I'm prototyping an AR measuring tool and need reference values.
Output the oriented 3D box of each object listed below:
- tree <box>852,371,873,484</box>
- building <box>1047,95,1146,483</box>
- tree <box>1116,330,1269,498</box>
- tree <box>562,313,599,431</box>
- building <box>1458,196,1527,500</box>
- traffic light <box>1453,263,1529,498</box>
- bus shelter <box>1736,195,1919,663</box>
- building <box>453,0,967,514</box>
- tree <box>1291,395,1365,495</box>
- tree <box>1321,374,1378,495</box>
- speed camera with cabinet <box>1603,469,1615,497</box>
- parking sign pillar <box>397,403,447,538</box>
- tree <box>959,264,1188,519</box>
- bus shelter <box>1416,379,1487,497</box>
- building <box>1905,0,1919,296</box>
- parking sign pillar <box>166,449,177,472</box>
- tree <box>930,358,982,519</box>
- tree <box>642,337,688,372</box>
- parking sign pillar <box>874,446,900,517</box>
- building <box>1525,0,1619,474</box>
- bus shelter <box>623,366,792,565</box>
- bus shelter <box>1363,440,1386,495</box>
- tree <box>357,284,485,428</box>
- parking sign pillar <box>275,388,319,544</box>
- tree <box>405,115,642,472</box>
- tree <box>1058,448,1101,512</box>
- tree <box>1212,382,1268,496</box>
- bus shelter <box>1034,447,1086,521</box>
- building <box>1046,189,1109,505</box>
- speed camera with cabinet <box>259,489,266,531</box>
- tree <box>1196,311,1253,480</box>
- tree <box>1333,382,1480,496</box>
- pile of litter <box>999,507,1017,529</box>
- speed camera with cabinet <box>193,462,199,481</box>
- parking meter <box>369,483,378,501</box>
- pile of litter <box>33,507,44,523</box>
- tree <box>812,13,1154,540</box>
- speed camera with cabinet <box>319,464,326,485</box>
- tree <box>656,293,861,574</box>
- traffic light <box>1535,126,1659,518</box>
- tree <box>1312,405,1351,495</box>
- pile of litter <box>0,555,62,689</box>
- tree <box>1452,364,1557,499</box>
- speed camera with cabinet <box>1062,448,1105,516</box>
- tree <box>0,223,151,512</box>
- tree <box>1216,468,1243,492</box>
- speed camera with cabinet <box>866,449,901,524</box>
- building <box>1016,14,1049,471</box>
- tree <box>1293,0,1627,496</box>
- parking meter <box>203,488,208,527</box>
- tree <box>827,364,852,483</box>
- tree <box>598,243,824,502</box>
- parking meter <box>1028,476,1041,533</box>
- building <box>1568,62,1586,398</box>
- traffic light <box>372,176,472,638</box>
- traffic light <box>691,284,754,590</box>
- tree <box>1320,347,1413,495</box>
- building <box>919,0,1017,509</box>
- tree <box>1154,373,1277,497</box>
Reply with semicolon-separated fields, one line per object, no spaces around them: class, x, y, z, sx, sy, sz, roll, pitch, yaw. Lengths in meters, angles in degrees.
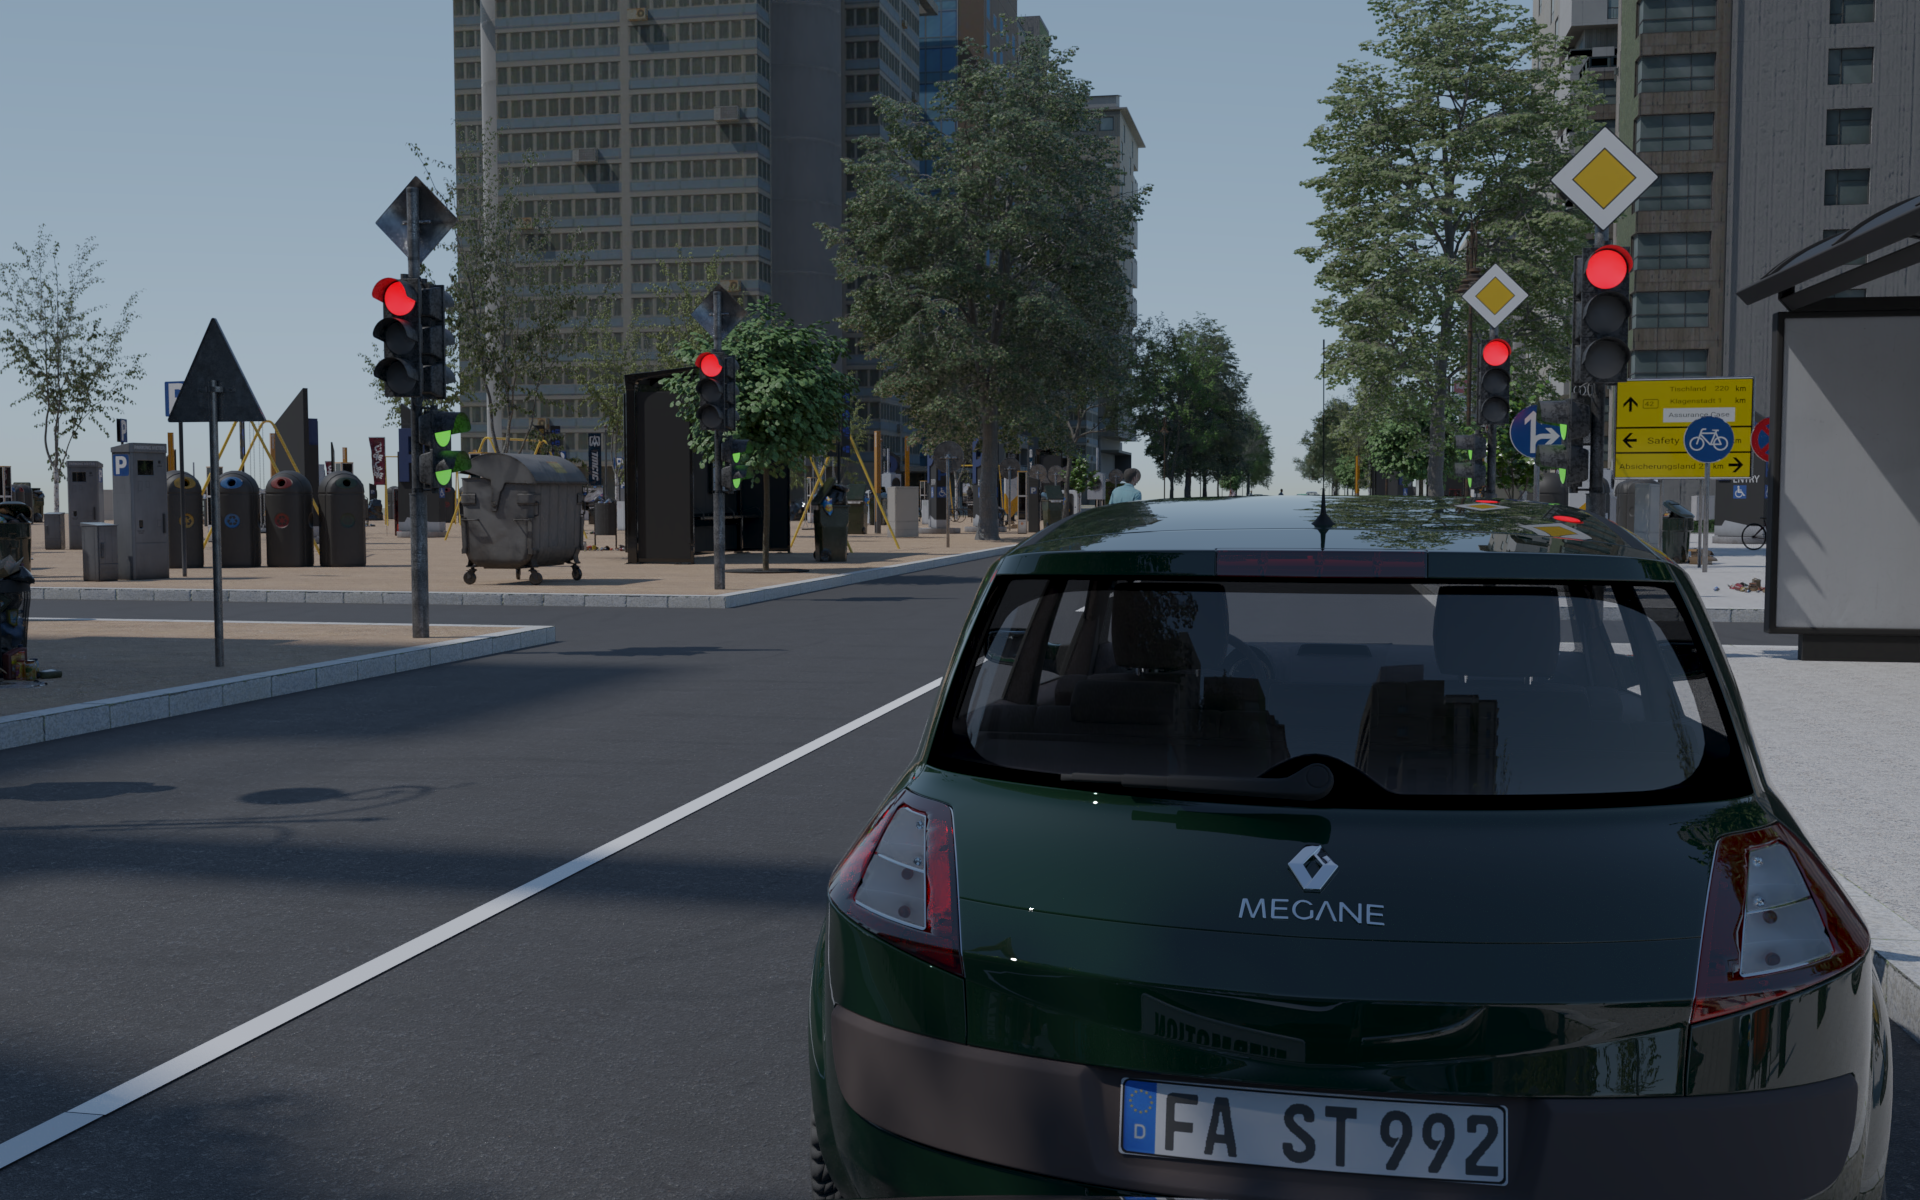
tree;-6.838;-8.960;96.853;4.737;8.622;4.395;0;3;0
building;9.644;-39.517;235.341;28.713;52.752;27.495;1;4;11
tree;13.530;-11.343;111.218;9.928;11.665;9.643;0;3;0
tree;-12.733;-7.031;65.318;4.737;8.622;4.395;0;3;0
building;80.291;-33.063;232.463;32.217;40.220;23.993;1;4;11
traffic light;6.503;-1.976;21.233;0.839;4.253;0.868;1;4;11
bus shelter;6.517;-1.027;10.718;2.014;3.302;5.546;1;4;11
building;-15.913;-25.835;114.279;32.217;40.220;23.993;1;4;11
tree;43.515;-17.323;200.239;9.611;12.733;9.660;0;3;0
tree;23.345;-9.124;99.534;4.737;8.622;4.395;0;3;0
speed camera with cabinet;23.016;-4.148;62.159;0.660;3.252;2.038;2;4;31
parking sign pillar;-15.939;-3.839;51.234;1.447;3.967;1.447;1;4;9
tree;4.064;-8.011;65.397;8.767;10.594;7.601;-1;4;-16
bus shelter;16.229;-4.908;57.878;2.179;5.291;8.768;1;4;11
building;37.513;-18.871;80.239;14.160;30.474;14.107;1;4;11
parking sign pillar;-47.418;-7.031;103.423;1.447;3.967;1.447;1;4;22
tree;0.053;-8.372;87.245;4.360;8.622;3.978;0;3;0
tree;-13.680;-7.925;79.936;4.360;8.622;3.978;0;3;0
parking sign pillar;-3.615;-5.965;86.003;1.447;3.967;1.447;0;4;-5
building;59.971;-33.386;135.107;28.713;52.752;27.495;1;4;11
bus shelter;-4.750;-2.644;34.513;1.731;3.624;6.357;1;4;11
bus shelter;18.862;-5.247;77.074;1.731;3.624;6.357;1;4;12
tree;-18.291;-6.704;59.971;4.737;8.622;4.395;0;3;0
parking sign pillar;-17.046;-3.429;44.533;1.447;3.967;1.447;3;4;36
tree;-8.949;-5.120;34.075;4.360;8.622;3.978;0;3;0
tree;5.111;-4.744;72.167;1.663;3.219;1.824;0;3;0
tree;25.514;-15.979;171.630;12.009;13.543;11.850;0;3;0
bus shelter;5.011;-5.815;86.356;1.731;3.624;6.357;1;4;11
building;3.804;-31.675;209.759;32.217;40.220;23.993;1;4;11
speed camera with cabinet;-23.589;-4.000;59.735;0.660;3.252;2.038;2;4;32
tree;16.153;-13.214;122.696;9.857;13.997;8.962;0;3;0
tree;12.663;-3.903;47.532;4.285;4.588;4.351;0;3;0
pile of litter;1.708;-3.092;64.525;1.176;0.858;1.719;2;4;25
speed camera with cabinet;-48.283;-6.941;107.816;2.038;3.252;0.660;2;4;30
parking meter;-31.384;-5.318;92.658;0.399;1.863;0.255;-1;4;-9
pile of litter;-41.759;-3.876;77.340;1.719;0.858;1.176;-3;4;-38
tree;0.788;-8.646;48.011;9.857;13.997;8.962;0;3;0
speed camera with cabinet;-18.425;-3.379;49.577;0.660;3.252;2.038;-2;4;-24
tree;-3.273;-2.734;28.409;4.285;4.588;4.351;0;3;0
traffic light;4.918;-1.498;13.406;0.839;4.253;0.868;1;4;11
tree;39.445;-14.851;177.223;7.601;10.594;8.767;-1;4;-21
pile of litter;-6.886;0.123;11.948;1.176;0.858;1.719;-2;4;-32
tree;8.259;-1.920;25.992;1.663;3.219;1.824;0;3;0
speed camera with cabinet;5.166;-4.879;74.112;2.038;3.252;0.660;1;4;17
tree;-25.027;-5.988;48.267;4.360;8.622;3.978;0;3;0
tree;29.778;-12.638;190.347;4.285;4.588;4.351;0;3;0
speed camera with cabinet;-3.415;-4.914;74.687;0.660;3.252;2.038;3;5;40
building;-0.559;-28.227;145.111;14.154;41.232;14.086;1;4;11
tree;10.667;-7.303;37.524;7.486;12.596;7.792;0;3;0
parking meter;-29.733;-3.679;68.559;0.372;1.533;0.369;0;3;0
tree;-7.662;-7.391;71.208;4.737;8.622;4.395;0;3;0
tree;-7.377;-6.180;51.402;4.737;8.622;4.395;0;3;0
parking meter;2.479;-3.169;57.519;0.399;1.863;0.255;1;4;17
building;48.329;-21.105;116.769;14.160;30.474;14.107;1;4;11
traffic light;-4.800;-1.616;15.350;0.839;4.253;0.868;1;4;11
traffic light;-3.215;-2.095;23.177;0.839;4.253;0.868;1;4;11
tree;20.640;-8.218;84.733;4.360;8.622;3.978;0;3;0
building;-3.677;-29.425;131.213;14.600;45.320;14.200;1;4;11
tree;21.576;-14.435;153.023;9.611;12.733;9.660;0;3;0
